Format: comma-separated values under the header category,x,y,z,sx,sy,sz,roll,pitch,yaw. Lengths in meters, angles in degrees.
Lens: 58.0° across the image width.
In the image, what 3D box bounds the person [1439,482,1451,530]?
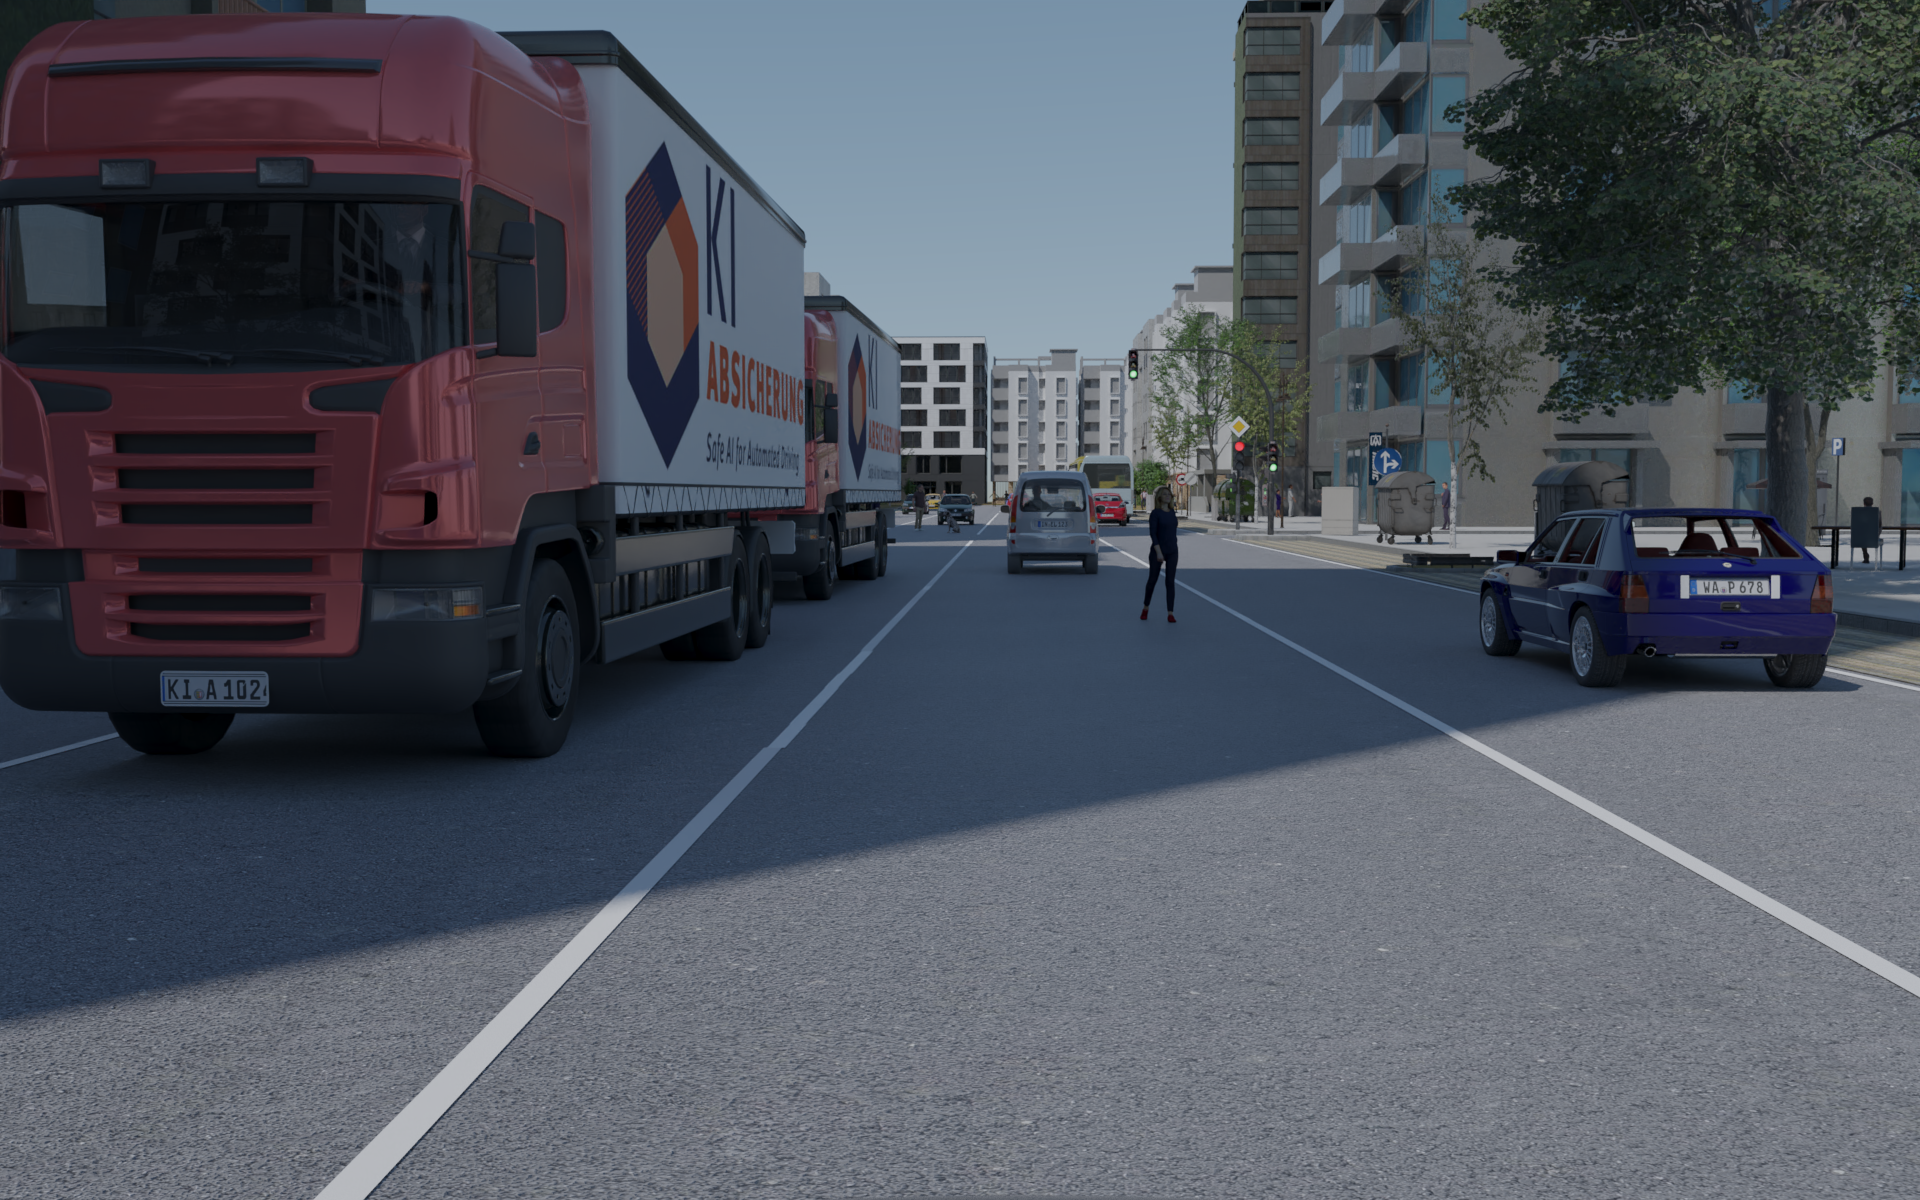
category,x,y,z,sx,sy,sz,roll,pitch,yaw
person,17.301,-3.346,61.668,0.530,1.710,0.541,2,4,30

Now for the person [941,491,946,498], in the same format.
category,x,y,z,sx,sy,sz,roll,pitch,yaw
person,-1.454,-9.360,162.080,0.990,1.755,0.434,1,4,17

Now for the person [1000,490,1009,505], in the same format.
category,x,y,z,sx,sy,sz,roll,pitch,yaw
person,4.886,-10.682,183.161,1.348,1.822,0.705,-2,4,-31

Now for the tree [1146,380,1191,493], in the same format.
category,x,y,z,sx,sy,sz,roll,pitch,yaw
tree,13.684,-9.796,110.523,4.737,8.622,4.395,0,3,0

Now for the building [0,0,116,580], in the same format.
category,x,y,z,sx,sy,sz,roll,pitch,yaw
building,-21.065,-15.296,21.785,14.160,30.474,14.107,0,4,2

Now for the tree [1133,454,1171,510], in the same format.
category,x,y,z,sx,sy,sz,roll,pitch,yaw
tree,15.791,-9.744,143.030,4.285,4.588,4.351,0,3,0

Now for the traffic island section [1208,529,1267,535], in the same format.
category,x,y,z,sx,sy,sz,roll,pitch,yaw
traffic island section,9.997,-2.442,62.210,2.009,0.180,2.903,0,4,2

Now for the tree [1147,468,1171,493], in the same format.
category,x,y,z,sx,sy,sz,roll,pitch,yaw
tree,14.517,-8.143,127.736,1.663,3.219,1.824,0,3,0

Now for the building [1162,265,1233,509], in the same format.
category,x,y,z,sx,sy,sz,roll,pitch,yaw
building,26.163,-17.891,148.930,16.016,20.091,11.380,0,4,2

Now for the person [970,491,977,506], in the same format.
category,x,y,z,sx,sy,sz,roll,pitch,yaw
person,1.493,-11.665,200.012,1.217,1.735,0.721,2,4,34

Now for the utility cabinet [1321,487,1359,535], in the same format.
category,x,y,z,sx,sy,sz,roll,pitch,yaw
utility cabinet,11.768,-2.747,53.596,0.318,1.500,1.173,-3,5,-41

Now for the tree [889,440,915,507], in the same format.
category,x,y,z,sx,sy,sz,roll,pitch,yaw
tree,-6.907,-13.706,174.458,4.737,8.622,4.395,0,3,0

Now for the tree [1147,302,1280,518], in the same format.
category,x,y,z,sx,sy,sz,roll,pitch,yaw
tree,13.798,-10.317,94.439,9.928,11.665,9.643,0,3,0

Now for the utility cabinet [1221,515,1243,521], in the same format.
category,x,y,z,sx,sy,sz,roll,pitch,yaw
utility cabinet,12.972,-4.526,82.677,0.318,1.500,1.173,-3,5,-40

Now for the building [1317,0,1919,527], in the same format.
category,x,y,z,sx,sy,sz,roll,pitch,yaw
building,31.119,-27.862,75.148,30.456,49.044,23.786,0,4,2

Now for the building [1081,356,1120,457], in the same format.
category,x,y,z,sx,sy,sz,roll,pitch,yaw
building,21.726,-22.970,231.978,11.380,20.091,16.016,0,4,2

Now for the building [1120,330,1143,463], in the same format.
category,x,y,z,sx,sy,sz,roll,pitch,yaw
building,27.590,-21.286,204.440,16.016,20.091,11.380,0,4,2

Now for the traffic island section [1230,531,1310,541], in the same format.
category,x,y,z,sx,sy,sz,roll,pitch,yaw
traffic island section,9.736,-1.954,54.230,2.009,0.180,2.903,0,4,2

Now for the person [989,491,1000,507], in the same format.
category,x,y,z,sx,sy,sz,roll,pitch,yaw
person,3.923,-11.580,197.919,1.348,1.812,0.705,-1,4,-20

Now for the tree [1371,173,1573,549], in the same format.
category,x,y,z,sx,sy,sz,roll,pitch,yaw
tree,11.824,-5.509,40.430,4.360,8.622,3.978,0,3,0

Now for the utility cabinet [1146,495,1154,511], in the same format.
category,x,y,z,sx,sy,sz,roll,pitch,yaw
utility cabinet,14.237,-7.260,129.865,0.306,1.237,1.020,-1,4,-13

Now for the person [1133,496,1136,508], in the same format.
category,x,y,z,sx,sy,sz,roll,pitch,yaw
person,16.089,-9.384,159.553,0.705,1.814,1.350,0,4,5

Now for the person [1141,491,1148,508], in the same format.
category,x,y,z,sx,sy,sz,roll,pitch,yaw
person,17.154,-9.444,161.392,0.756,1.711,0.436,2,4,30

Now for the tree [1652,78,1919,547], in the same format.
category,x,y,z,sx,sy,sz,roll,pitch,yaw
tree,20.842,-7.110,42.007,9.928,11.665,9.643,0,3,0

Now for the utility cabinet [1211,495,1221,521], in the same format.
category,x,y,z,sx,sy,sz,roll,pitch,yaw
utility cabinet,12.274,-4.389,82.915,0.306,1.237,1.020,0,4,-2

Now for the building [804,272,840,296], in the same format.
category,x,y,z,sx,sy,sz,roll,pitch,yaw
building,-19.057,-17.599,154.199,16.747,18.905,31.486,0,4,2

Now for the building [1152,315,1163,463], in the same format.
category,x,y,z,sx,sy,sz,roll,pitch,yaw
building,26.039,-18.625,160.931,16.016,20.091,11.380,0,4,2

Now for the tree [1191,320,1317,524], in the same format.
category,x,y,z,sx,sy,sz,roll,pitch,yaw
tree,12.967,-7.569,74.121,4.737,8.622,4.395,0,3,0

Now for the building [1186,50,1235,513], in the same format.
category,x,y,z,sx,sy,sz,roll,pitch,yaw
building,33.239,-26.438,124.142,32.217,40.220,23.993,0,4,2

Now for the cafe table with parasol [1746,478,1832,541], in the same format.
category,x,y,z,sx,sy,sz,roll,pitch,yaw
cafe table with parasol,22.915,-2.636,47.962,2.610,1.966,2.610,-1,4,-17

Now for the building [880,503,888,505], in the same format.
category,x,y,z,sx,sy,sz,roll,pitch,yaw
building,-24.849,-20.611,203.444,31.486,18.905,16.747,0,4,2

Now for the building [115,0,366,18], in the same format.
category,x,y,z,sx,sy,sz,roll,pitch,yaw
building,-28.810,-23.662,41.500,28.867,44.769,22.147,0,4,2

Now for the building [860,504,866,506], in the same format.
category,x,y,z,sx,sy,sz,roll,pitch,yaw
building,-17.226,-20.264,187.730,16.016,20.091,11.380,0,4,2

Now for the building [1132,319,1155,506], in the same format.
category,x,y,z,sx,sy,sz,roll,pitch,yaw
building,27.656,-19.365,183.071,16.747,18.905,31.486,0,4,2

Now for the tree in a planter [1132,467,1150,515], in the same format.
category,x,y,z,sx,sy,sz,roll,pitch,yaw
tree in a planter,11.767,-7.275,116.176,1.991,3.239,1.994,0,4,2

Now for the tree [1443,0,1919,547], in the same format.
category,x,y,z,sx,sy,sz,roll,pitch,yaw
tree,10.810,-7.083,22.465,9.857,13.997,8.962,0,3,0

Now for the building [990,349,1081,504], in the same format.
category,x,y,z,sx,sy,sz,roll,pitch,yaw
building,9.834,-22.968,231.943,11.380,20.091,16.016,0,4,2

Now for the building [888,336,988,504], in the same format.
category,x,y,z,sx,sy,sz,roll,pitch,yaw
building,-12.604,-24.143,238.709,32.646,21.610,27.936,0,4,2

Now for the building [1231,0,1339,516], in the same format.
category,x,y,z,sx,sy,sz,roll,pitch,yaw
building,23.418,-20.411,105.416,14.160,30.474,14.107,0,4,2

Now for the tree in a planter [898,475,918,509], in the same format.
category,x,y,z,sx,sy,sz,roll,pitch,yaw
tree in a planter,-4.866,-10.267,165.085,1.991,3.239,1.994,0,4,2
